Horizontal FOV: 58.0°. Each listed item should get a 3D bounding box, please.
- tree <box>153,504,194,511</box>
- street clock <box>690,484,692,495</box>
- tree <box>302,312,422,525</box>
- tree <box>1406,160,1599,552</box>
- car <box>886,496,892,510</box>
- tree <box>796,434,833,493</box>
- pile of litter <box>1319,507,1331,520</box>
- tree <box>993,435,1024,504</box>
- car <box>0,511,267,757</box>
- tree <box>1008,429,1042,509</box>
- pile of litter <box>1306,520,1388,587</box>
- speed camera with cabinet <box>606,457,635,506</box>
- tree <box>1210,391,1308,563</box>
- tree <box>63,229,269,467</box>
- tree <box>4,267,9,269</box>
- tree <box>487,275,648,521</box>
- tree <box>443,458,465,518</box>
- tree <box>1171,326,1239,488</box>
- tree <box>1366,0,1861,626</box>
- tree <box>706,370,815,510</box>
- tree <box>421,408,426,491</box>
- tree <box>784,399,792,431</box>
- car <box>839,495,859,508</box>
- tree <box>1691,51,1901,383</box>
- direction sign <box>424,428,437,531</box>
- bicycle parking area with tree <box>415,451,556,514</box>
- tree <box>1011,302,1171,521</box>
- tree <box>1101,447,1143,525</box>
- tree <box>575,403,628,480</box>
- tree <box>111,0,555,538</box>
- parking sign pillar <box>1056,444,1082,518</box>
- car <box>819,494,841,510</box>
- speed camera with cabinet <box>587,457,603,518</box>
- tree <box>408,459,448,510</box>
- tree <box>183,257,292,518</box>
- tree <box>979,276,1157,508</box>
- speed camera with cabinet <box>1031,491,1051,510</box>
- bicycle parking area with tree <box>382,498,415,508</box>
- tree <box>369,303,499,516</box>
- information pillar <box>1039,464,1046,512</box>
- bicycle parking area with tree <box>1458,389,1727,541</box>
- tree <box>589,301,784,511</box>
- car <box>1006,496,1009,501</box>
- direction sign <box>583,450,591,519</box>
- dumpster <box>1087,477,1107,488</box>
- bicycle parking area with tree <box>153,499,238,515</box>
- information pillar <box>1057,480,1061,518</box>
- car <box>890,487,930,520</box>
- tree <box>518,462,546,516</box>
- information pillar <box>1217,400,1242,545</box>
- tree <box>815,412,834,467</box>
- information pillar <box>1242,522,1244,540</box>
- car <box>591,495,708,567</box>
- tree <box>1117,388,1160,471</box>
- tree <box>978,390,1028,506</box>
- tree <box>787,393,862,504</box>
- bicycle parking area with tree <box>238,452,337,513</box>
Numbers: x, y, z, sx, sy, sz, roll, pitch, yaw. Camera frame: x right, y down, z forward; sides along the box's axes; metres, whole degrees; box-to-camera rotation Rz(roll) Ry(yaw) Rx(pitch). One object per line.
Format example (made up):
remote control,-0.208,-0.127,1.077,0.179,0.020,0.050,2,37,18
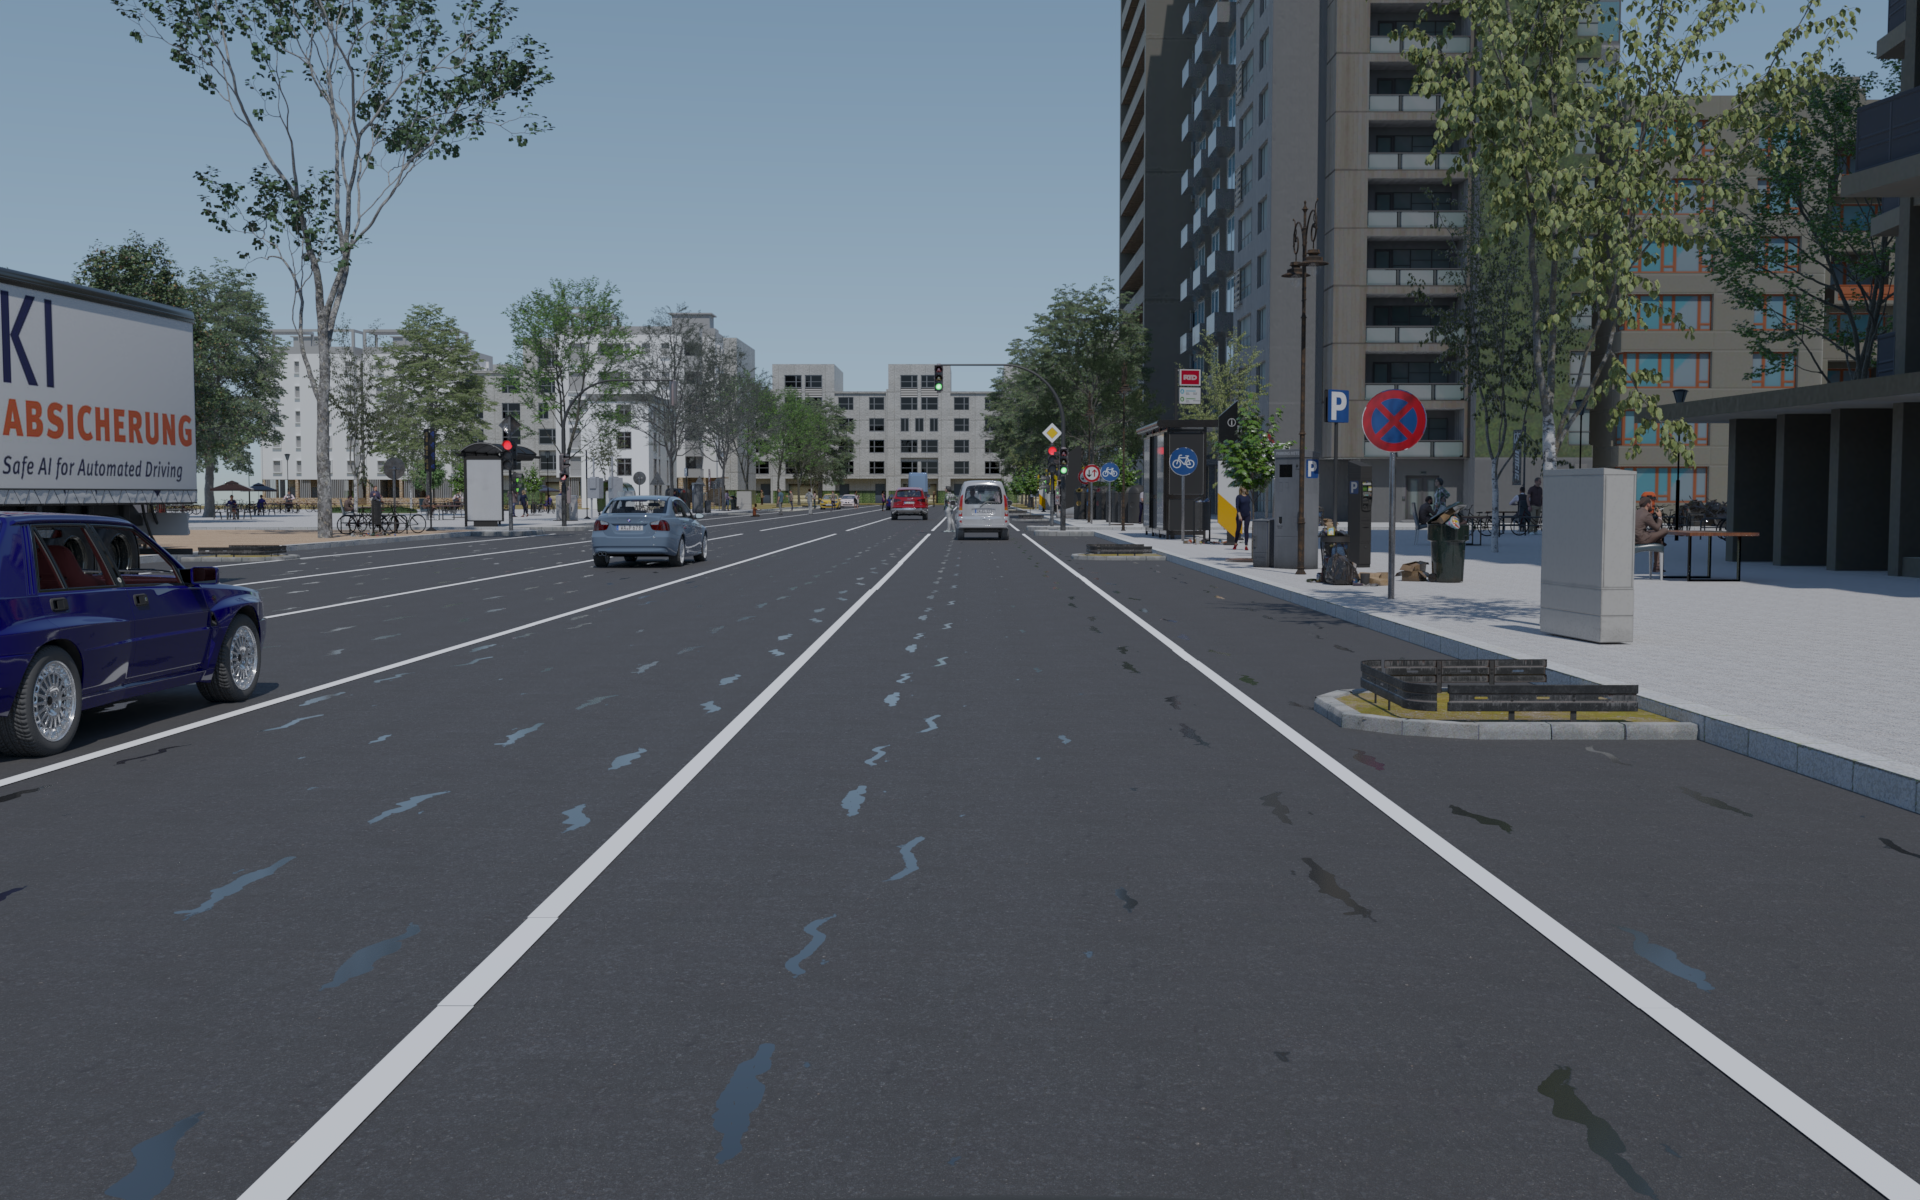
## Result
tree,-68.465,-14.179,133.645,18.604,14.587,13.155,-1,4,-12
street clock,-19.243,-7.364,124.969,0.471,2.002,0.358,-1,4,-16
tree,-24.663,-7.392,71.217,4.360,8.622,3.978,0,3,0
tree,11.735,-5.339,37.658,4.360,8.622,3.978,0,3,0
car,-5.600,-8.566,152.630,1.945,1.354,3.894,0,4,2
tree,-17.712,-15.837,209.289,4.360,8.622,3.978,0,3,0
pile of litter,14.592,-3.379,69.212,1.176,0.858,1.719,2,4,30
tree,7.685,-17.622,213.868,9.928,11.665,9.643,0,3,0
car,-5.802,0.110,10.788,1.945,1.354,3.894,0,4,0
tree,6.433,-12.307,151.574,4.737,8.622,4.395,0,3,0
pile of litter,5.594,-0.666,24.859,1.176,0.858,1.719,0,4,5
speed camera with cabinet,-17.764,-5.903,90.857,0.660,3.252,2.038,-3,4,-36
tree,5.476,-2.342,32.901,1.663,3.219,1.824,0,3,0
tree,-35.805,-9.696,75.531,9.611,12.733,9.660,0,3,0
tree,-23.339,-5.431,39.158,4.360,8.622,3.978,0,3,0
tree,-18.724,-9.571,82.244,9.928,11.665,9.643,0,3,0
tree,-26.941,-6.061,93.699,1.663,3.219,1.824,0,3,0
tree,11.415,-7.645,75.353,4.737,8.622,4.395,0,3,0
tree,5.842,-4.037,16.360,4.737,8.622,4.395,0,3,0
tree,-17.841,-13.316,143.478,9.928,11.665,9.643,0,3,0
tree,-39.282,-10.587,123.467,4.360,8.622,3.978,0,3,0
tree,-17.868,-13.453,130.331,12.009,13.543,11.850,0,3,0
car,-11.818,-10.555,184.933,2.083,1.381,4.827,0,4,1
tree,20.569,-6.966,39.644,9.928,11.665,9.643,0,3,0
direction sign,-18.297,-4.148,59.819,0.379,3.537,0.876,-3,5,-40
bicycle parking area with tree,-30.119,-7.845,115.270,8.231,4.147,9.016,1,4,10
tree,6.596,-9.118,83.487,7.601,10.594,8.767,-1,4,-10
tree,6.538,-4.696,71.387,1.663,3.219,1.824,0,3,0
tree,-28.661,-11.583,139.744,4.360,8.622,3.978,0,3,0
tree,-17.522,-11.936,51.039,12.611,20.169,13.585,0,3,0
parking sign pillar,5.894,-6.410,93.271,1.447,3.967,1.447,0,4,8
car,-11.967,-9.176,160.251,2.015,1.641,3.980,0,4,1
speed camera with cabinet,-18.866,-6.012,92.630,2.038,3.252,0.660,1,4,15
tree,-43.171,-9.584,140.419,4.285,4.588,4.351,0,3,0
tree,-41.175,-11.494,94.588,9.857,13.997,8.962,0,3,0
tree,6.844,-11.935,101.790,9.857,13.997,8.962,0,3,0
speed camera with cabinet,6.488,-8.855,139.111,0.660,3.252,2.038,3,5,42
bicycle parking area with tree,-38.923,-8.826,131.310,9.016,4.147,8.231,-2,4,-29
tree,-31.282,-11.319,103.186,7.486,12.596,7.792,0,3,0
information pillar,5.932,-8.138,124.405,0.504,3.616,0.183,-1,4,-9
bicycle parking area with tree,19.108,-3.856,50.053,9.016,4.147,8.231,0,4,4
tree,-18.378,-12.226,110.269,12.009,13.543,11.850,0,3,0
car,4.056,-10.128,175.190,1.945,1.707,3.694,0,4,1
direction sign,-19.268,-5.958,89.407,0.379,3.537,0.876,-1,4,-16
dumpster,7.571,-5.607,94.174,1.502,2.255,1.985,0,4,0
bicycle parking area with tree,-51.185,-7.370,107.505,9.016,4.147,8.231,0,4,-2
information pillar,5.298,-5.350,91.962,0.304,2.012,0.304,0,4,-1
car,-2.805,-5.392,96.829,2.281,1.827,5.304,0,4,-1
tree,-25.494,-6.669,103.631,1.663,3.219,1.824,0,3,0
information pillar,6.700,-3.177,43.296,0.504,3.616,0.183,0,4,-2
tree,-17.115,-14.578,164.109,9.928,11.665,9.643,0,3,0
information pillar,7.617,-3.462,47.951,0.504,3.616,0.183,1,4,15
car,-6.319,-1.434,35.451,2.014,1.417,4.499,0,4,1
tree,11.129,-9.986,113.628,4.737,8.622,4.395,0,3,0
tree,7.009,-16.906,186.787,12.009,13.543,11.850,0,3,0
tree,-17.621,-19.114,219.170,9.857,13.997,8.962,0,3,0
bicycle parking area with tree,-47.944,-8.163,120.467,9.016,4.147,8.231,1,4,21
